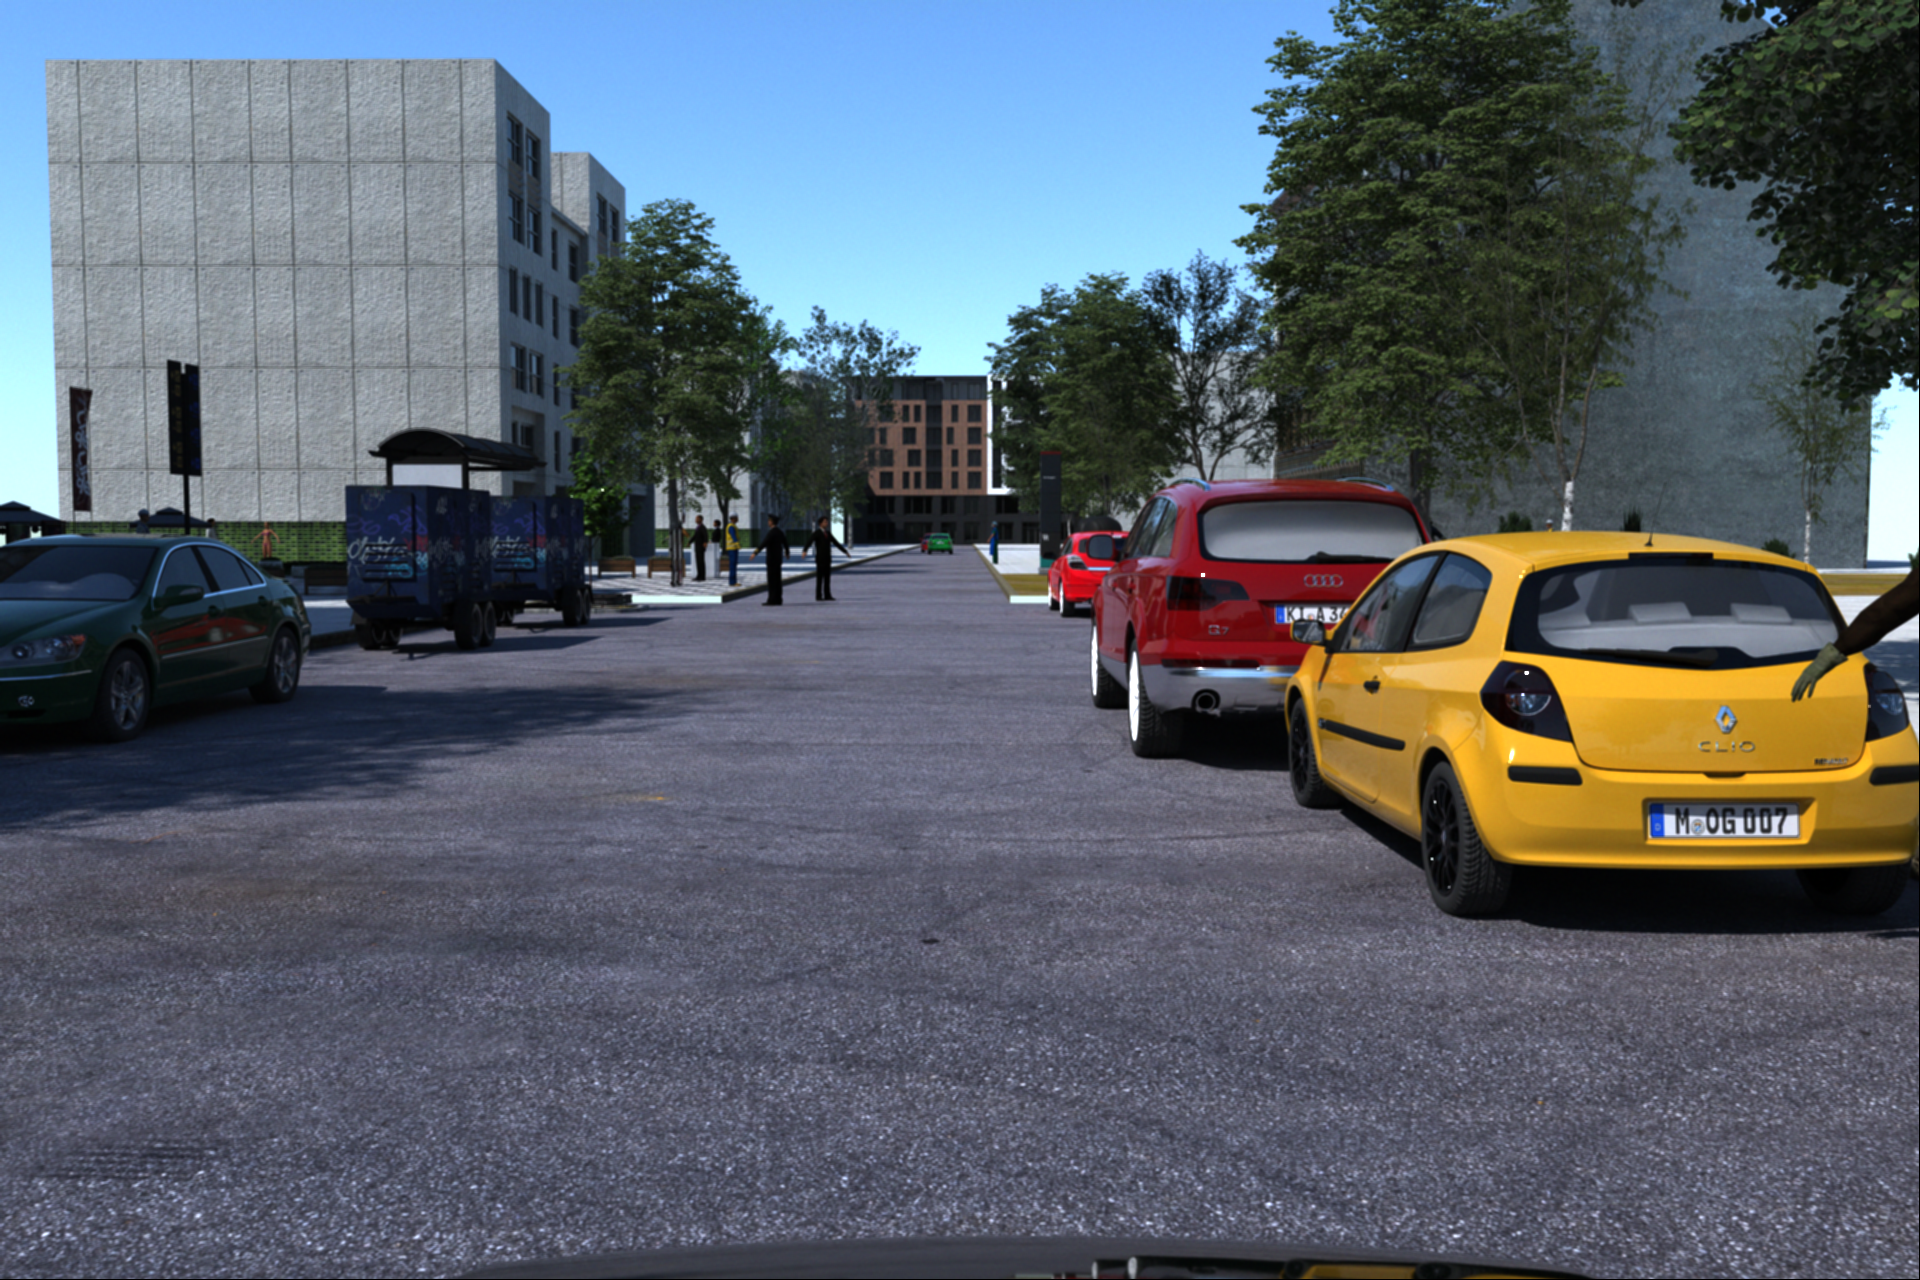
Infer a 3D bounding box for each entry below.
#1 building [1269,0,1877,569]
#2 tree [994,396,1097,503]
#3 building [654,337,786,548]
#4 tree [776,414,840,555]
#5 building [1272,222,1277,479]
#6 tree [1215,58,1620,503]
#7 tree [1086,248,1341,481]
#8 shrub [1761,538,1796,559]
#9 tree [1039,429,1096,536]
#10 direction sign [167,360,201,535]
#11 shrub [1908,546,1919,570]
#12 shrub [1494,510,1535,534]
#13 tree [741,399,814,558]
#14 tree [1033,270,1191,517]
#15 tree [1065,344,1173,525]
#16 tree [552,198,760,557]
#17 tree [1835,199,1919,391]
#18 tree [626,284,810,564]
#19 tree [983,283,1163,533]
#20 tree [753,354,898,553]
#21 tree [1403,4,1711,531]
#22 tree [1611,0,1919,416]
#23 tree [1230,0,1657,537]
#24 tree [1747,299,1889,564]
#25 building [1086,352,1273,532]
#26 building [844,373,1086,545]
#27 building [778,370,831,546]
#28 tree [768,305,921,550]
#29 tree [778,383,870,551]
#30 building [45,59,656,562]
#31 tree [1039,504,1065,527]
[{"bbox_3d":[23.956,-14.728,71.732,19.493,23.208,18.063,0,4,0],"label":"building"},{"bbox_3d":[5.554,-10.569,107.219,7.601,10.594,8.767,0,4,-5],"label":"tree"},{"bbox_3d":[-27.155,-18.566,170.013,16.747,18.905,31.486,0,3,0],"label":"building"},{"bbox_3d":[-8.905,-9.527,106.127,4.360,8.622,3.978,0,3,0],"label":"tree"},{"bbox_3d":[23.735,-15.009,101.813,16.016,20.090,11.380,0,4,1],"label":"building"},{"bbox_3d":[11.934,-8.248,45.223,12.009,13.543,11.850,0,3,0],"label":"tree"},{"bbox_3d":[8.135,-7.429,55.875,8.767,10.594,7.601,1,4,11],"label":"tree"},{"bbox_3d":[21.763,-2.147,46.224,1.383,1.207,1.383,0,3,0],"label":"shrub"},{"bbox_3d":[6.263,-9.039,98.143,4.737,8.622,4.395,0,3,0],"label":"tree"},{"bbox_3d":[-10.274,-1.897,23.010,0.379,3.537,0.876,0,4,0],"label":"direction sign"},{"bbox_3d":[24.265,-1.968,43.294,1.383,1.207,1.383,0,3,0],"label":"shrub"},{"bbox_3d":[17.567,-3.106,54.824,1.661,2.075,1.752,0,3,0],"label":"shrub"},{"bbox_3d":[-9.457,-8.713,92.814,4.360,8.622,3.978,0,3,0],"label":"tree"},{"bbox_3d":[6.692,-9.606,75.193,7.486,12.596,7.792,0,3,0],"label":"tree"},{"bbox_3d":[5.715,-7.157,67.378,4.360,8.622,3.978,0,3,0],"label":"tree"},{"bbox_3d":[-10.173,-8.625,59.149,7.486,12.596,7.792,0,3,0],"label":"tree"},{"bbox_3d":[28.071,-8.183,44.169,12.009,13.543,11.850,0,3,0],"label":"tree"},{"bbox_3d":[-10.050,-9.004,72.969,9.928,11.665,9.643,0,3,0],"label":"tree"},{"bbox_3d":[5.807,-10.981,86.202,9.857,13.997,8.962,0,3,0],"label":"tree"},{"bbox_3d":[-9.222,-12.649,117.176,12.009,13.543,11.850,0,3,0],"label":"tree"},{"bbox_3d":[8.448,-4.489,23.757,4.360,8.622,3.978,0,3,0],"label":"tree"},{"bbox_3d":[8.329,-6.441,11.968,9.857,13.997,8.962,0,3,0],"label":"tree"},{"bbox_3d":[8.669,-6.950,31.758,7.486,12.596,7.792,0,3,0],"label":"tree"},{"bbox_3d":[26.886,-6.416,55.267,4.360,8.622,3.978,0,3,0],"label":"tree"},{"bbox_3d":[22.433,-18.959,176.432,16.747,18.905,31.486,0,4,0],"label":"building"},{"bbox_3d":[1.473,-23.604,232.357,32.646,21.610,27.936,0,4,1],"label":"building"},{"bbox_3d":[-24.936,-20.575,202.856,16.747,18.905,31.486,0,4,1],"label":"building"},{"bbox_3d":[-9.597,-17.585,143.396,12.611,20.169,13.585,0,3,0],"label":"tree"},{"bbox_3d":[-10.159,-12.874,128.622,7.486,12.596,7.792,0,3,0],"label":"tree"},{"bbox_3d":[-25.517,-13.098,80.603,16.747,18.905,31.486,0,4,0],"label":"building"},{"bbox_3d":[5.637,-10.398,120.370,4.360,8.622,3.978,0,3,0],"label":"tree"}]
